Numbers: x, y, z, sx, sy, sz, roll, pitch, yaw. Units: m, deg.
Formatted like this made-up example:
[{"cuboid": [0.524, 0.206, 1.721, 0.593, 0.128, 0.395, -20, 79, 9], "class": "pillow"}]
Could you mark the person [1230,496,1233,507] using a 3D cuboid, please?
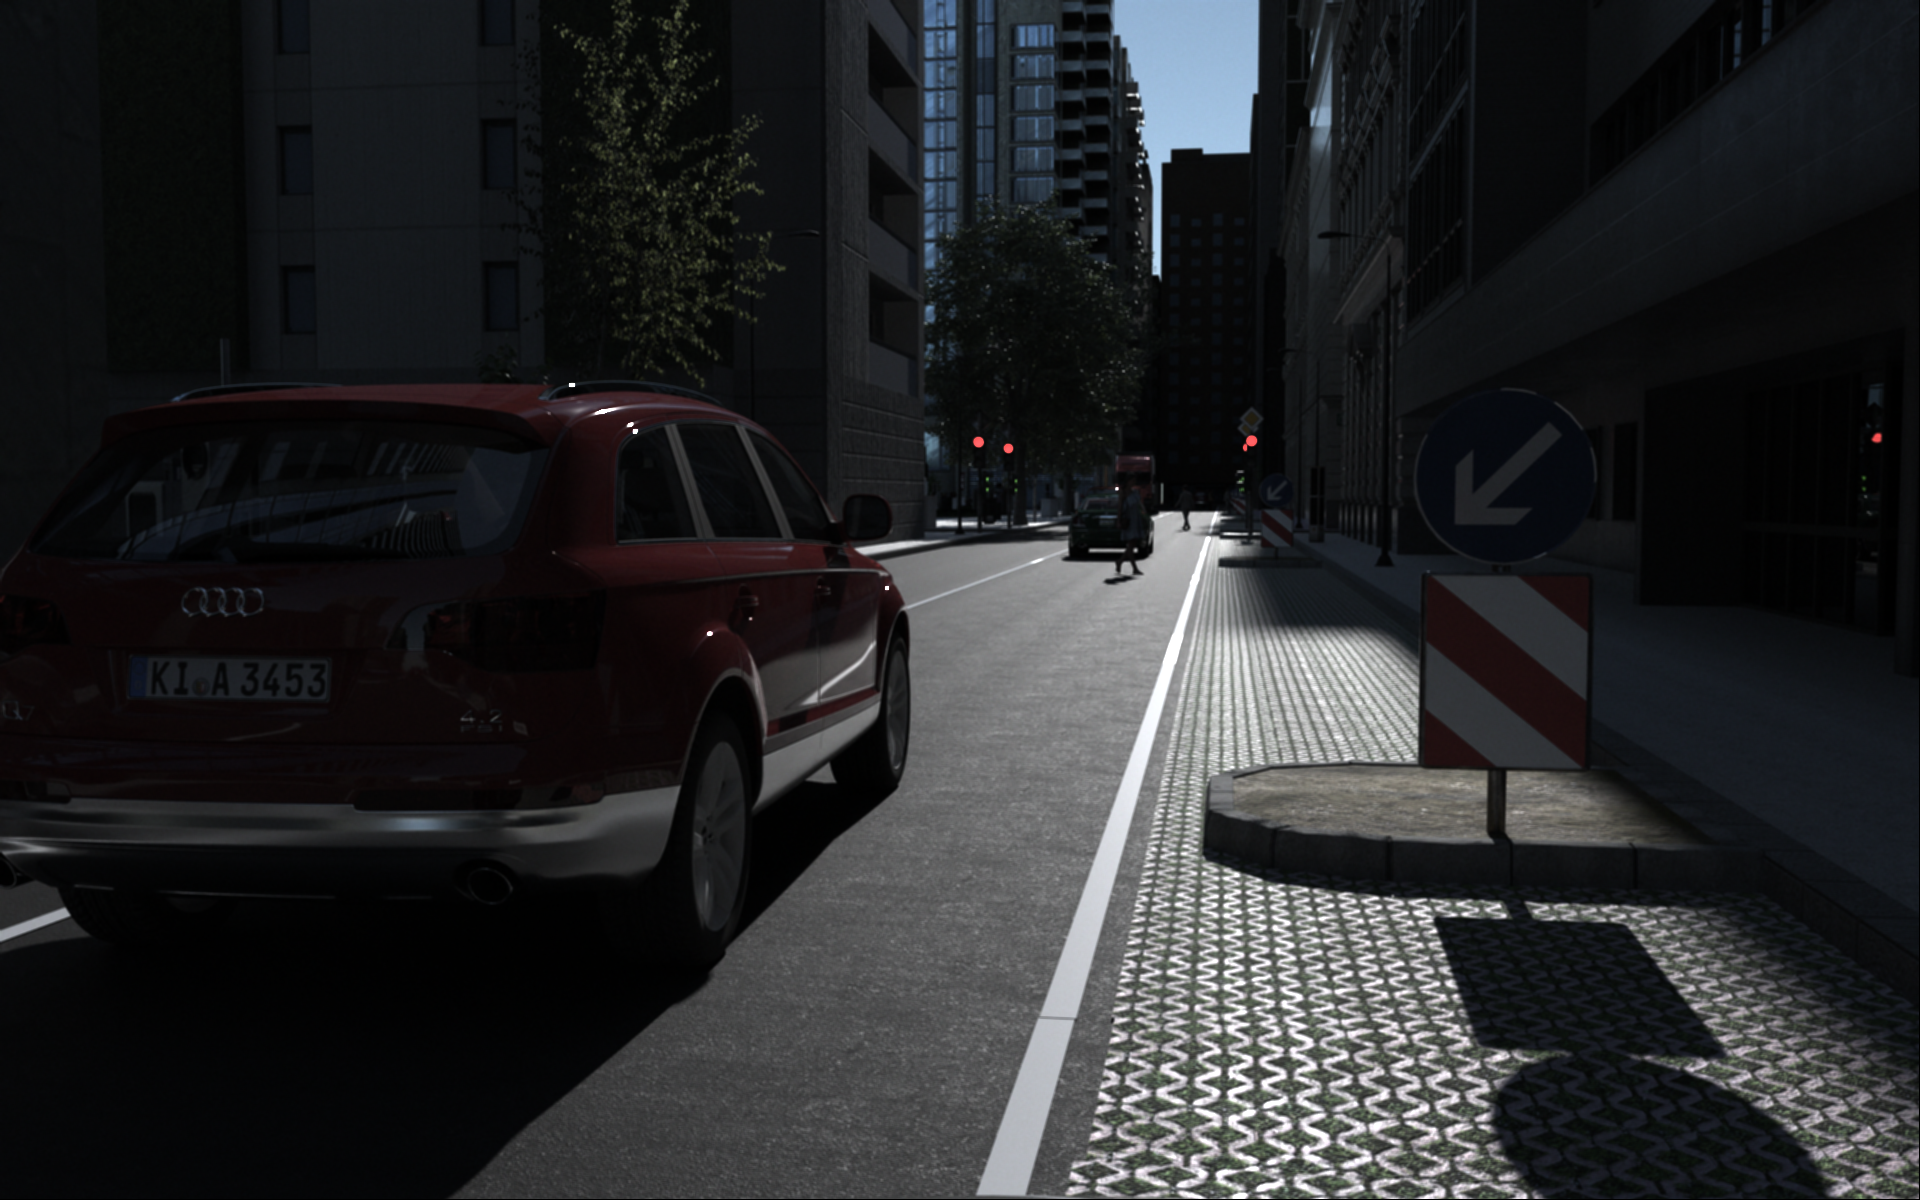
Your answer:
[{"cuboid": [29.353, -10.888, 187.239, 1.217, 1.743, 0.721, 3, 4, 38], "class": "person"}]

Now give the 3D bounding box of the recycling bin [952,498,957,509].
[{"cuboid": [-0.572, -6.487, 118.609, 0.722, 1.027, 0.722, 0, 4, -2], "class": "recycling bin"}]

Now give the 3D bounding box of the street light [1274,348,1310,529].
[{"cuboid": [10.853, -5.061, 55.287, 1.470, 5.913, 1.316, 1, 4, 9], "class": "street light"}]

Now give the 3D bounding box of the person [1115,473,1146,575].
[{"cuboid": [2.976, -1.358, 30.790, 0.616, 1.811, 0.778, -2, 4, -35], "class": "person"}]

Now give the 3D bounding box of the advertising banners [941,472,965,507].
[{"cuboid": [-0.572, -8.659, 137.764, 2.074, 3.025, 0.090, -1, 4, -13], "class": "advertising banners"}]

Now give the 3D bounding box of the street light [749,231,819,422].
[{"cuboid": [-3.174, -3.563, 30.793, 1.470, 5.913, 1.316, 1, 4, 9], "class": "street light"}]

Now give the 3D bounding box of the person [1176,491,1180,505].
[{"cuboid": [26.240, -12.241, 209.171, 0.617, 1.759, 0.750, 3, 4, 37], "class": "person"}]

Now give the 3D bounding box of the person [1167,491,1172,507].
[{"cuboid": [23.131, -11.117, 190.273, 0.705, 1.822, 1.348, 2, 4, 35], "class": "person"}]

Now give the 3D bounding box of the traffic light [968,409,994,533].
[{"cuboid": [0.669, -4.159, 56.922, 0.839, 4.253, 0.868, 1, 4, 9], "class": "traffic light"}]

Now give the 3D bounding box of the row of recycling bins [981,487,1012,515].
[{"cuboid": [2.373, -6.012, 105.414, 1.069, 1.692, 3.534, 1, 4, 16], "class": "row of recycling bins"}]

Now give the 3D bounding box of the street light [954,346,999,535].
[{"cuboid": [0.528, -5.025, 54.697, 1.470, 5.913, 1.316, 1, 4, 9], "class": "street light"}]

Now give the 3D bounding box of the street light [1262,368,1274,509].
[{"cuboid": [12.032, -5.600, 64.104, 1.470, 5.913, 1.316, 1, 4, 9], "class": "street light"}]

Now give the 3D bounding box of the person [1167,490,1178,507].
[{"cuboid": [22.835, -10.867, 186.196, 1.348, 1.821, 0.705, 2, 4, 33], "class": "person"}]

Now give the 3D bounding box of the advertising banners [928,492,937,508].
[{"cuboid": [-2.315, -6.316, 99.450, 2.074, 3.025, 0.090, 1, 4, 22], "class": "advertising banners"}]

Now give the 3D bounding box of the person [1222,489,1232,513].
[{"cuboid": [20.158, -7.463, 130.620, 0.850, 1.850, 0.679, -1, 4, -10], "class": "person"}]

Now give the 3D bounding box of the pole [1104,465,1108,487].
[{"cuboid": [9.838, -7.517, 116.741, 0.158, 3.312, 0.155, 0, 3, 0], "class": "pole"}]

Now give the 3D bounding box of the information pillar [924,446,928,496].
[{"cuboid": [-1.849, -5.715, 84.799, 0.504, 3.616, 0.183, 3, 5, 39], "class": "information pillar"}]

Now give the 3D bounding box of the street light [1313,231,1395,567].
[{"cuboid": [7.013, -3.557, 30.698, 1.470, 5.913, 1.316, 1, 4, 9], "class": "street light"}]

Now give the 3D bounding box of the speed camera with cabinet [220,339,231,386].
[{"cuboid": [-10.020, -1.716, 22.395, 2.038, 3.252, 0.660, 3, 4, 36], "class": "speed camera with cabinet"}]

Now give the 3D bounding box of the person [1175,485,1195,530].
[{"cuboid": [9.026, -3.700, 69.273, 0.678, 1.792, 0.850, -2, 4, -25], "class": "person"}]

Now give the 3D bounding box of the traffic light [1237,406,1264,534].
[{"cuboid": [9.334, -4.080, 55.631, 0.839, 4.253, 0.868, 1, 4, 9], "class": "traffic light"}]

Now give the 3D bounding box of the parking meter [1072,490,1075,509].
[{"cuboid": [6.629, -5.783, 102.960, 0.372, 1.533, 0.369, 0, 3, 0], "class": "parking meter"}]

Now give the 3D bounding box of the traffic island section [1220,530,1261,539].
[{"cuboid": [9.372, -2.046, 55.739, 2.009, 0.180, 2.903, 1, 4, 9], "class": "traffic island section"}]

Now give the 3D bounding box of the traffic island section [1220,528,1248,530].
[{"cuboid": [10.567, -2.529, 63.635, 2.009, 0.180, 2.903, 1, 4, 9], "class": "traffic island section"}]

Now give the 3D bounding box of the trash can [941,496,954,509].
[{"cuboid": [-0.761, -5.681, 104.536, 0.748, 1.137, 0.748, 0, 3, 0], "class": "trash can"}]

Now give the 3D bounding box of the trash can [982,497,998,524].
[{"cuboid": [1.266, -3.872, 74.957, 0.748, 1.137, 0.748, 0, 3, 0], "class": "trash can"}]

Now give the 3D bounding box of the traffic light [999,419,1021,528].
[{"cuboid": [1.863, -4.642, 64.817, 0.839, 4.253, 0.868, 1, 4, 9], "class": "traffic light"}]

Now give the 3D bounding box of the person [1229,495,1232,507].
[{"cuboid": [26.856, -9.906, 170.462, 1.348, 1.824, 0.705, -3, 4, -39], "class": "person"}]

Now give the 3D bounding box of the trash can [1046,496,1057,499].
[{"cuboid": [6.043, -6.296, 114.588, 0.748, 1.137, 0.748, 0, 3, 0], "class": "trash can"}]

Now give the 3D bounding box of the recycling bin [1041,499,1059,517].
[{"cuboid": [4.939, -5.065, 95.371, 0.722, 1.027, 0.722, 3, 5, 43], "class": "recycling bin"}]

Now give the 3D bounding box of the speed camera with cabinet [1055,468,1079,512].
[{"cuboid": [7.572, -7.868, 122.983, 0.660, 3.252, 2.038, 3, 5, 43], "class": "speed camera with cabinet"}]

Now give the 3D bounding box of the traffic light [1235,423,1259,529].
[{"cuboid": [10.529, -4.563, 63.527, 0.839, 4.253, 0.868, 1, 4, 9], "class": "traffic light"}]

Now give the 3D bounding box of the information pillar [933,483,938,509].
[{"cuboid": [-1.660, -6.812, 115.861, 0.304, 2.012, 0.304, 0, 4, 7], "class": "information pillar"}]

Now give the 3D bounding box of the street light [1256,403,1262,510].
[{"cuboid": [15.816, -7.098, 88.597, 1.470, 5.913, 1.316, 1, 4, 9], "class": "street light"}]

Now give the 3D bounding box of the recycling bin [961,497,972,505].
[{"cuboid": [0.540, -7.744, 139.176, 0.722, 1.027, 0.722, 1, 4, 20], "class": "recycling bin"}]

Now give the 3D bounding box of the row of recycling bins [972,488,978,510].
[{"cuboid": [1.511, -6.226, 108.913, 1.069, 1.692, 3.534, 1, 4, 13], "class": "row of recycling bins"}]

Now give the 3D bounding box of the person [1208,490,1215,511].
[{"cuboid": [21.031, -8.348, 145.081, 0.705, 1.812, 1.348, -1, 4, -13], "class": "person"}]

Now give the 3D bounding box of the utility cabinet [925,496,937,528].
[{"cuboid": [-1.202, -3.320, 65.445, 0.306, 1.237, 1.020, 1, 4, 20], "class": "utility cabinet"}]

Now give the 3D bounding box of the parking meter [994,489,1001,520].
[{"cuboid": [1.860, -4.733, 85.795, 0.372, 1.533, 0.369, 0, 3, 0], "class": "parking meter"}]
